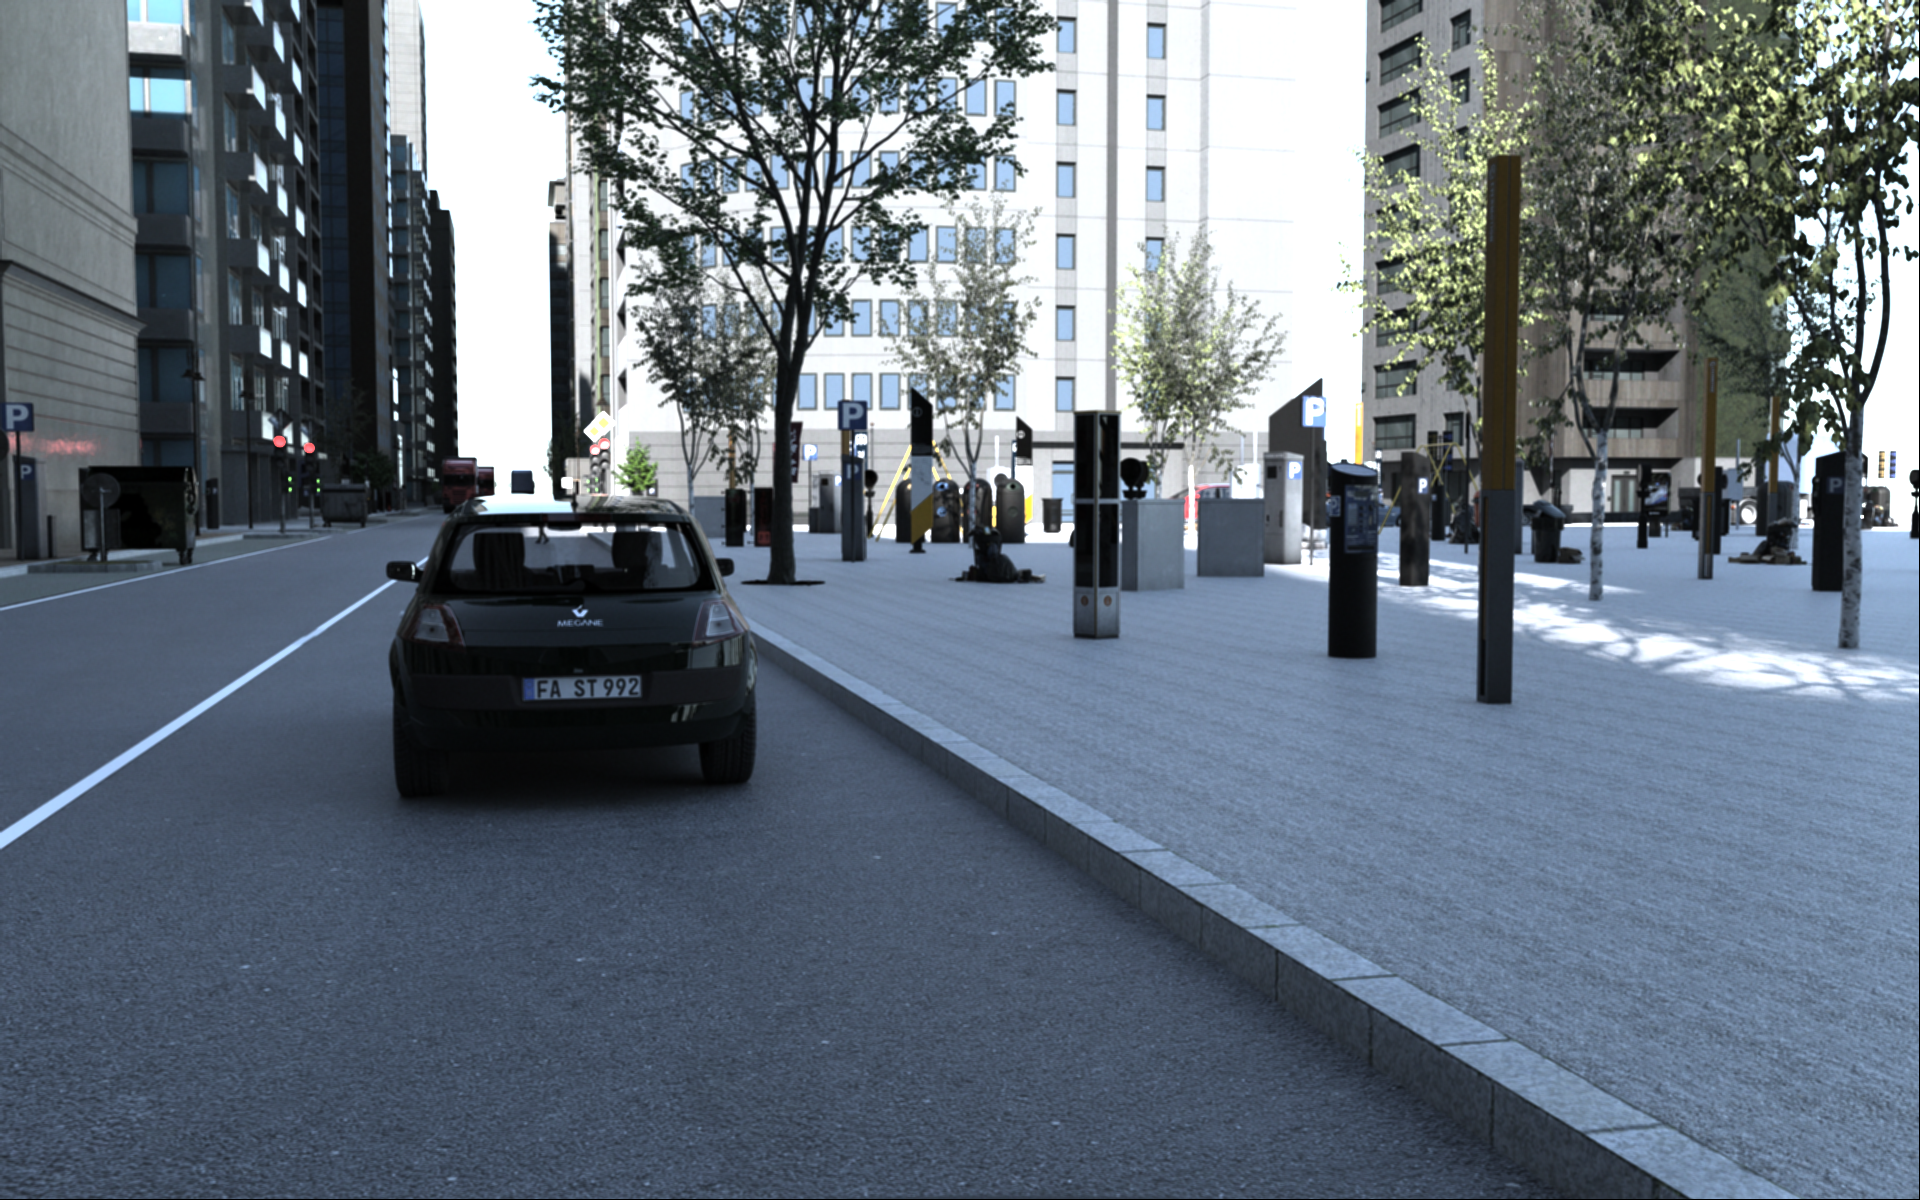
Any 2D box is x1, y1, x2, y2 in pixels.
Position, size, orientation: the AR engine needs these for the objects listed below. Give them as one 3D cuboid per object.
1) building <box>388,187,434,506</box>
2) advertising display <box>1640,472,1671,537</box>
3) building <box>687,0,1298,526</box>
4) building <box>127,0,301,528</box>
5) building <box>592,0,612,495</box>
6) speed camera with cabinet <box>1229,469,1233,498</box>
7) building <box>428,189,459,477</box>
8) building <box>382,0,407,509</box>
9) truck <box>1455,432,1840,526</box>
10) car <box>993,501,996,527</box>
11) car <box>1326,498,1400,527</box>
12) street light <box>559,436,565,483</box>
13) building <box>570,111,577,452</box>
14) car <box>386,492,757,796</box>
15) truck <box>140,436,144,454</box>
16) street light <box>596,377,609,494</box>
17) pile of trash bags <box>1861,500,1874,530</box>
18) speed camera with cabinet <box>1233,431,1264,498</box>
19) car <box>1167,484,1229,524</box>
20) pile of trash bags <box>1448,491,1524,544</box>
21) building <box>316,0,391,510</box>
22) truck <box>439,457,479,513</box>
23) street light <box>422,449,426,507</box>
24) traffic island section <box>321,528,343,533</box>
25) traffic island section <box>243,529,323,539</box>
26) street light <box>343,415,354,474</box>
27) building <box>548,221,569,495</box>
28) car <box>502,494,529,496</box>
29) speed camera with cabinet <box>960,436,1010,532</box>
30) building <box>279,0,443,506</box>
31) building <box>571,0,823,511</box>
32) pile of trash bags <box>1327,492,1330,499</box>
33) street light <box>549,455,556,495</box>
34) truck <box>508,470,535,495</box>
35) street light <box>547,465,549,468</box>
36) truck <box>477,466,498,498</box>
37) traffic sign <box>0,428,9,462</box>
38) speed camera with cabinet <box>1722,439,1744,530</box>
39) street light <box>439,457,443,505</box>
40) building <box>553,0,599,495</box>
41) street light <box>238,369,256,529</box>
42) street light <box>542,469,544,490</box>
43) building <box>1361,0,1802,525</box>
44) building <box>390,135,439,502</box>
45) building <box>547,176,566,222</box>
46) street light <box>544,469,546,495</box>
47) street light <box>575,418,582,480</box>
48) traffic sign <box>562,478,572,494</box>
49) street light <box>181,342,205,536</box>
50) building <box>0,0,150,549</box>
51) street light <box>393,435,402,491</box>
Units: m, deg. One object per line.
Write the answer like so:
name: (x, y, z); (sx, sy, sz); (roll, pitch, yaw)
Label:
building: (-74.541, -30.317, 187.565); (32.217, 40.220, 23.993); (-1, 4, -14)
advertising display: (20.734, -2.840, 51.643); (0.123, 1.923, 0.974); (-2, 4, -30)
building: (-1.710, -32.924, 80.308); (28.212, 58.520, 21.231); (-1, 4, -14)
building: (-41.338, -27.841, 74.801); (23.786, 49.044, 30.456); (-1, 4, -14)
building: (-13.692, -20.001, 98.715); (14.160, 30.474, 14.107); (-1, 4, -14)
speed camera with cabinet: (10.284, -3.972, 59.271); (2.038, 3.252, 0.660); (0, 4, -3)
building: (-91.378, -39.853, 275.295); (21.300, 48.544, 21.600); (-1, 4, -14)
building: (-63.519, -51.862, 160.617); (22.319, 86.520, 31.000); (-1, 4, -14)
truck: (29.866, -5.093, 73.027); (18.799, 4.110, 2.967); (-1, 4, -15)
car: (0.453, -3.508, 67.575); (3.980, 1.641, 2.015); (-1, 4, -13)
car: (16.487, -3.614, 71.094); (4.499, 1.417, 2.014); (-1, 4, -12)
street light: (-33.012, -10.449, 143.626); (0.468, 5.910, 1.993); (-1, 4, -14)
building: (-34.447, -32.813, 186.598); (14.600, 45.320, 14.200); (-1, 4, -14)
car: (-2.210, 0.002, 9.752); (2.009, 1.686, 4.222); (-1, 4, -14)
truck: (-32.502, -4.187, 57.377); (11.283, 4.237, 2.839); (-1, 4, -12)
street light: (-14.108, -5.842, 68.307); (0.468, 5.910, 1.993); (-1, 4, -14)
pile of trash bags: (31.886, -3.224, 62.471); (1.912, 1.369, 3.447); (2, 4, 31)
speed camera with cabinet: (9.311, -3.699, 54.807); (0.660, 3.252, 2.038); (2, 4, 24)
car: (9.540, -3.613, 67.753); (5.304, 1.827, 2.281); (-1, 4, -15)
pile of trash bags: (13.518, -2.132, 44.616); (1.912, 1.369, 3.447); (1, 4, 19)
building: (-54.370, -30.010, 140.777); (14.600, 45.320, 14.200); (-1, 4, -14)
truck: (-38.067, -8.754, 132.040); (2.839, 4.237, 11.283); (-1, 4, -15)
street light: (-53.836, -12.320, 174.218); (0.468, 5.910, 1.993); (-1, 4, -14)
traffic island section: (-24.054, -2.567, 64.244); (2.009, 0.180, 2.903); (-1, 4, -14)
traffic island section: (-22.106, -2.093, 56.499); (2.009, 0.180, 2.903); (-1, 4, -14)
street light: (-34.887, -7.715, 98.920); (0.468, 5.910, 1.993); (-1, 4, -14)
building: (-54.883, -35.396, 262.313); (14.154, 41.232, 14.086); (-1, 4, -14)
car: (-19.778, -4.000, 77.202); (2.131, 1.459, 4.920); (-1, 4, -15)
speed camera with cabinet: (0.661, -3.955, 58.996); (2.038, 3.252, 0.660); (-1, 4, -17)
building: (-86.428, -49.900, 254.113); (20.563, 71.187, 20.611); (-1, 4, -14)
building: (-26.374, -38.180, 166.245); (21.231, 58.520, 28.212); (-1, 4, -14)
pile of trash bags: (32.160, -8.855, 154.539); (3.447, 1.369, 1.912); (1, 4, 15)
street light: (-41.857, -12.582, 178.508); (0.468, 5.910, 1.993); (-1, 4, -14)
truck: (-46.621, -11.938, 184.941); (2.967, 4.110, 18.799); (-1, 4, -15)
street light: (-50.485, -14.719, 213.444); (0.468, 5.910, 1.993); (-1, 4, -14)
truck: (-48.307, -11.387, 175.083); (2.839, 4.237, 11.283); (-1, 4, -16)
traffic sign: (-17.493, -1.899, 31.148); (0.768, 2.556, 0.104); (-1, 4, -8)
speed camera with cabinet: (27.731, -4.190, 62.849); (0.660, 3.252, 2.038); (0, 4, 2)
street light: (-62.580, -14.455, 209.125); (0.468, 5.910, 1.993); (-1, 4, -14)
building: (-47.388, -49.368, 245.423); (20.563, 71.187, 20.611); (-1, 4, -14)
street light: (-26.204, -5.568, 63.823); (0.468, 5.910, 1.993); (-1, 4, -14)
street light: (-62.043, -17.505, 258.988); (0.468, 5.910, 1.993); (-1, 4, -14)
building: (28.357, -18.927, 81.155); (14.107, 30.474, 14.160); (-1, 4, -14)
building: (-82.060, -37.309, 229.607); (23.786, 49.044, 30.456); (-1, 4, -14)
building: (-52.558, -42.506, 284.206); (28.713, 52.752, 27.495); (-1, 4, -14)
street light: (-53.179, -15.372, 224.111); (0.468, 5.910, 1.993); (-1, 4, -14)
street light: (-22.745, -7.979, 103.240); (0.468, 5.910, 1.993); (-1, 4, -14)
traffic sign: (-25.147, -6.651, 110.869); (0.606, 2.300, 0.079); (-1, 4, -11)
street light: (-23.405, -4.906, 52.996); (0.468, 5.910, 1.993); (-1, 4, -14)
building: (-37.765, -12.852, 43.407); (30.059, 22.955, 16.112); (-1, 4, -14)
street light: (-44.823, -10.135, 138.500); (0.468, 5.910, 1.993); (-1, 4, -14)
